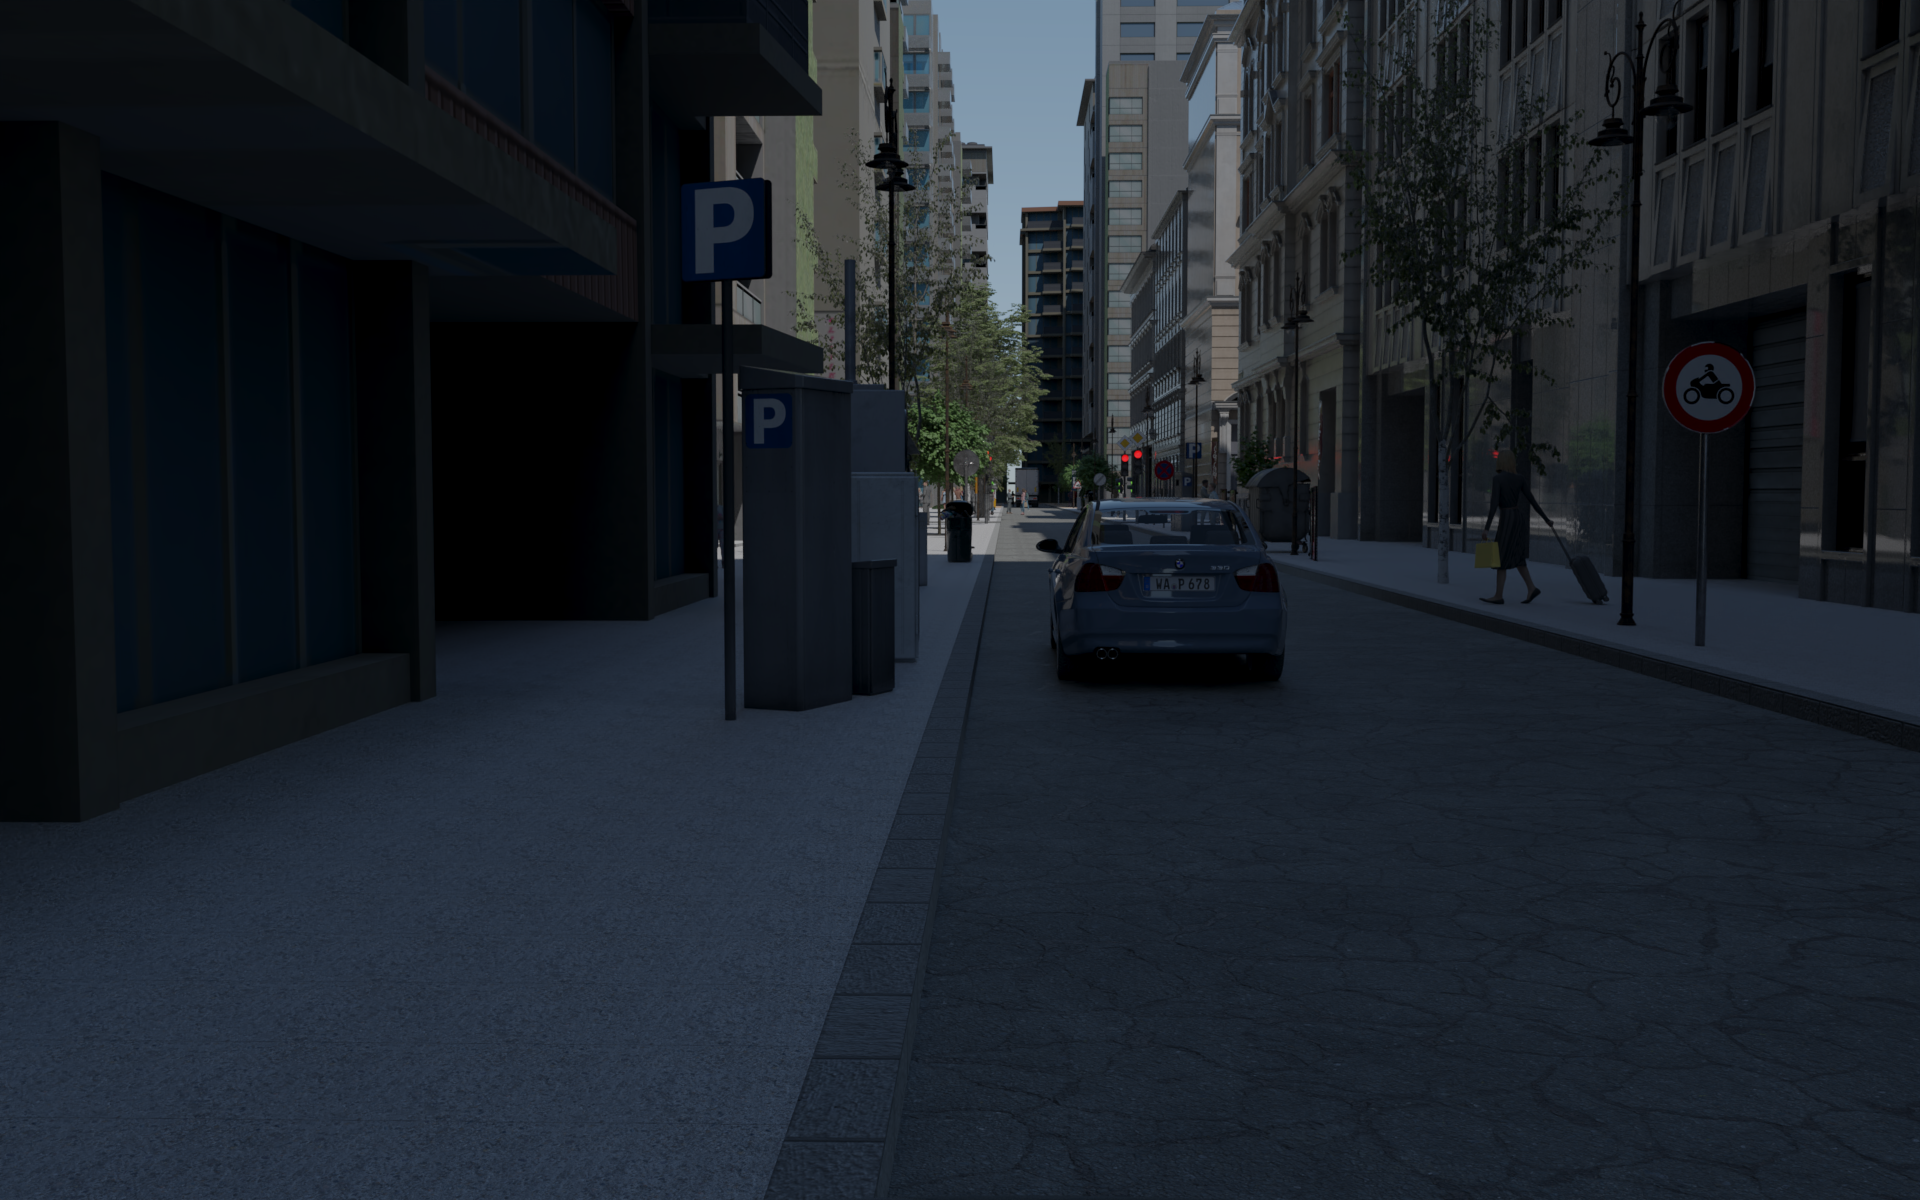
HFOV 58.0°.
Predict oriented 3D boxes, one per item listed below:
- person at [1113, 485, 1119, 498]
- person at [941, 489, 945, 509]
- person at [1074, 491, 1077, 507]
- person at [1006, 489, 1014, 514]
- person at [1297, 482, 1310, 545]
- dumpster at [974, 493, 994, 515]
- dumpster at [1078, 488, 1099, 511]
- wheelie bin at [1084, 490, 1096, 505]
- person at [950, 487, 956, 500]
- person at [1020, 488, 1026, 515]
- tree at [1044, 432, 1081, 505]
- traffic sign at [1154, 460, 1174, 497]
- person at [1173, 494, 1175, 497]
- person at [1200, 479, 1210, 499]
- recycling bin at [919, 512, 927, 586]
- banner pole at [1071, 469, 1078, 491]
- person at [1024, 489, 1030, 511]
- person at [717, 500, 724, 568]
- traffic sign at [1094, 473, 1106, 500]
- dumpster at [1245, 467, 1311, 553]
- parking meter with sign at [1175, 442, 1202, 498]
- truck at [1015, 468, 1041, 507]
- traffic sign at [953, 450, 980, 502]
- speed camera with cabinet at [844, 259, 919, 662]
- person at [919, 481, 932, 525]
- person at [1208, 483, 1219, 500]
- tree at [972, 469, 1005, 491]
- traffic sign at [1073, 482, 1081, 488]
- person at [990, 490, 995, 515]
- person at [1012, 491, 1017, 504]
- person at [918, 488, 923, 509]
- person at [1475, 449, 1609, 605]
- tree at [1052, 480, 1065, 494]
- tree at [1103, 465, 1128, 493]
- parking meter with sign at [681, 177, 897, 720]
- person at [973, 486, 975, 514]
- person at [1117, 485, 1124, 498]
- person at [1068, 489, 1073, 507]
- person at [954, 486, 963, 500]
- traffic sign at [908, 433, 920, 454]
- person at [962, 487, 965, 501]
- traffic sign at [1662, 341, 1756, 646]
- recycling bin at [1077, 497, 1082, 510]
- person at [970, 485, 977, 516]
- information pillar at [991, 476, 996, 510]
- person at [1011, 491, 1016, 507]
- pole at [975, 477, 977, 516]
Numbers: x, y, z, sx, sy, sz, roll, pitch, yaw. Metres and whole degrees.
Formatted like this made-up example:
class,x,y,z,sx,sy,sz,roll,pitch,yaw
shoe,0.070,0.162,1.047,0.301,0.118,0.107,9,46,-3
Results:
class,x,y,z,sx,sy,sz,roll,pitch,yaw
person,9.783,-6.255,108.218,0.656,1.842,0.836,-2,4,-25
person,-1.102,-7.339,126.127,0.616,1.811,0.778,0,4,5
person,11.867,-10.545,178.399,0.705,1.831,1.348,0,4,8
person,3.679,-7.183,126.120,0.590,1.801,0.661,0,4,2
person,8.644,-2.294,43.747,0.583,1.804,0.606,-1,4,-18
dumpster,1.461,-6.097,105.436,1.264,1.857,1.865,0,4,2
dumpster,9.626,-7.762,129.406,1.502,2.255,1.985,0,4,1
wheelie bin,9.525,-7.243,126.327,0.980,1.594,0.693,-2,4,-24
person,-0.475,-7.591,130.501,0.694,1.780,0.624,-2,4,-35
person,4.295,-6.715,118.300,0.388,1.821,0.555,0,4,-6
tree,11.977,-15.626,205.844,4.737,8.622,4.395,0,3,0
traffic sign,7.707,-3.993,65.399,0.768,2.556,0.104,1,4,10
person,10.069,-4.343,79.278,0.755,1.850,0.659,-2,4,-26
person,8.764,-3.389,61.630,0.466,1.800,0.511,0,4,-3
recycling bin,-0.926,-0.707,24.115,0.722,1.027,0.722,2,4,30
banner pole,10.336,-10.071,154.673,0.863,3.779,0.401,2,4,30
person,5.481,-8.321,144.525,0.713,1.824,0.794,-1,4,-14
person,-4.177,-1.202,29.969,0.425,1.301,0.394,-2,4,-35
traffic sign,8.566,-6.484,106.126,0.768,2.556,0.104,0,4,6
dumpster,7.059,-1.991,38.315,1.264,1.857,1.865,0,4,1
parking meter with sign,7.691,-3.862,59.404,0.543,3.016,1.738,-1,4,-14
truck,7.391,-12.268,189.492,2.839,4.237,11.283,0,4,3
traffic sign,0.177,-3.041,49.825,0.768,2.556,0.104,0,4,7
speed camera with cabinet,-0.681,-1.206,14.050,0.660,3.252,2.038,0,4,-5
person,-1.449,-3.969,70.750,0.447,1.846,0.655,2,4,24
person,7.219,-2.546,49.474,0.330,1.601,0.589,0,4,2
tree,2.951,-13.666,173.805,4.737,8.622,4.395,0,3,0
traffic sign,10.488,-9.423,154.067,0.884,2.594,0.081,0,4,6
person,2.013,-6.281,108.745,0.388,1.821,0.555,-1,4,-10
person,6.871,-13.287,225.373,1.348,1.869,0.705,-1,4,-13
person,-3.338,-8.505,145.281,0.709,1.800,0.728,2,4,26
person,6.762,-0.848,20.126,1.509,1.804,0.699,1,4,11
tree,12.409,-13.548,216.118,1.663,3.219,1.824,0,3,0
tree,10.494,-7.427,116.040,1.663,3.219,1.824,0,3,0
parking meter with sign,-0.957,-0.871,10.495,0.543,3.016,1.738,2,4,25
person,1.038,-6.257,108.621,0.678,1.792,0.850,3,5,43
person,8.629,-5.265,92.305,0.728,1.800,0.709,-2,4,-23
person,10.740,-9.912,168.545,0.683,1.767,0.568,-2,4,-34
person,-0.044,-6.552,113.138,0.580,1.828,0.573,-2,4,-30
traffic sign,-0.977,-1.417,23.169,0.884,2.594,0.081,0,4,6
person,0.222,-7.069,121.788,0.661,1.801,0.590,0,4,-5
traffic sign,6.251,-0.884,14.553,0.768,2.556,0.104,0,4,2
recycling bin,9.694,-7.613,137.021,0.722,1.027,0.722,1,4,19
person,0.655,-5.745,100.148,0.728,1.800,0.709,2,4,24
information pillar,2.644,-9.004,138.568,0.504,3.616,0.183,1,4,11
person,6.064,-11.602,198.906,1.217,1.735,0.721,2,4,35
pole,0.948,-6.539,100.753,0.158,3.312,0.155,0,3,0
